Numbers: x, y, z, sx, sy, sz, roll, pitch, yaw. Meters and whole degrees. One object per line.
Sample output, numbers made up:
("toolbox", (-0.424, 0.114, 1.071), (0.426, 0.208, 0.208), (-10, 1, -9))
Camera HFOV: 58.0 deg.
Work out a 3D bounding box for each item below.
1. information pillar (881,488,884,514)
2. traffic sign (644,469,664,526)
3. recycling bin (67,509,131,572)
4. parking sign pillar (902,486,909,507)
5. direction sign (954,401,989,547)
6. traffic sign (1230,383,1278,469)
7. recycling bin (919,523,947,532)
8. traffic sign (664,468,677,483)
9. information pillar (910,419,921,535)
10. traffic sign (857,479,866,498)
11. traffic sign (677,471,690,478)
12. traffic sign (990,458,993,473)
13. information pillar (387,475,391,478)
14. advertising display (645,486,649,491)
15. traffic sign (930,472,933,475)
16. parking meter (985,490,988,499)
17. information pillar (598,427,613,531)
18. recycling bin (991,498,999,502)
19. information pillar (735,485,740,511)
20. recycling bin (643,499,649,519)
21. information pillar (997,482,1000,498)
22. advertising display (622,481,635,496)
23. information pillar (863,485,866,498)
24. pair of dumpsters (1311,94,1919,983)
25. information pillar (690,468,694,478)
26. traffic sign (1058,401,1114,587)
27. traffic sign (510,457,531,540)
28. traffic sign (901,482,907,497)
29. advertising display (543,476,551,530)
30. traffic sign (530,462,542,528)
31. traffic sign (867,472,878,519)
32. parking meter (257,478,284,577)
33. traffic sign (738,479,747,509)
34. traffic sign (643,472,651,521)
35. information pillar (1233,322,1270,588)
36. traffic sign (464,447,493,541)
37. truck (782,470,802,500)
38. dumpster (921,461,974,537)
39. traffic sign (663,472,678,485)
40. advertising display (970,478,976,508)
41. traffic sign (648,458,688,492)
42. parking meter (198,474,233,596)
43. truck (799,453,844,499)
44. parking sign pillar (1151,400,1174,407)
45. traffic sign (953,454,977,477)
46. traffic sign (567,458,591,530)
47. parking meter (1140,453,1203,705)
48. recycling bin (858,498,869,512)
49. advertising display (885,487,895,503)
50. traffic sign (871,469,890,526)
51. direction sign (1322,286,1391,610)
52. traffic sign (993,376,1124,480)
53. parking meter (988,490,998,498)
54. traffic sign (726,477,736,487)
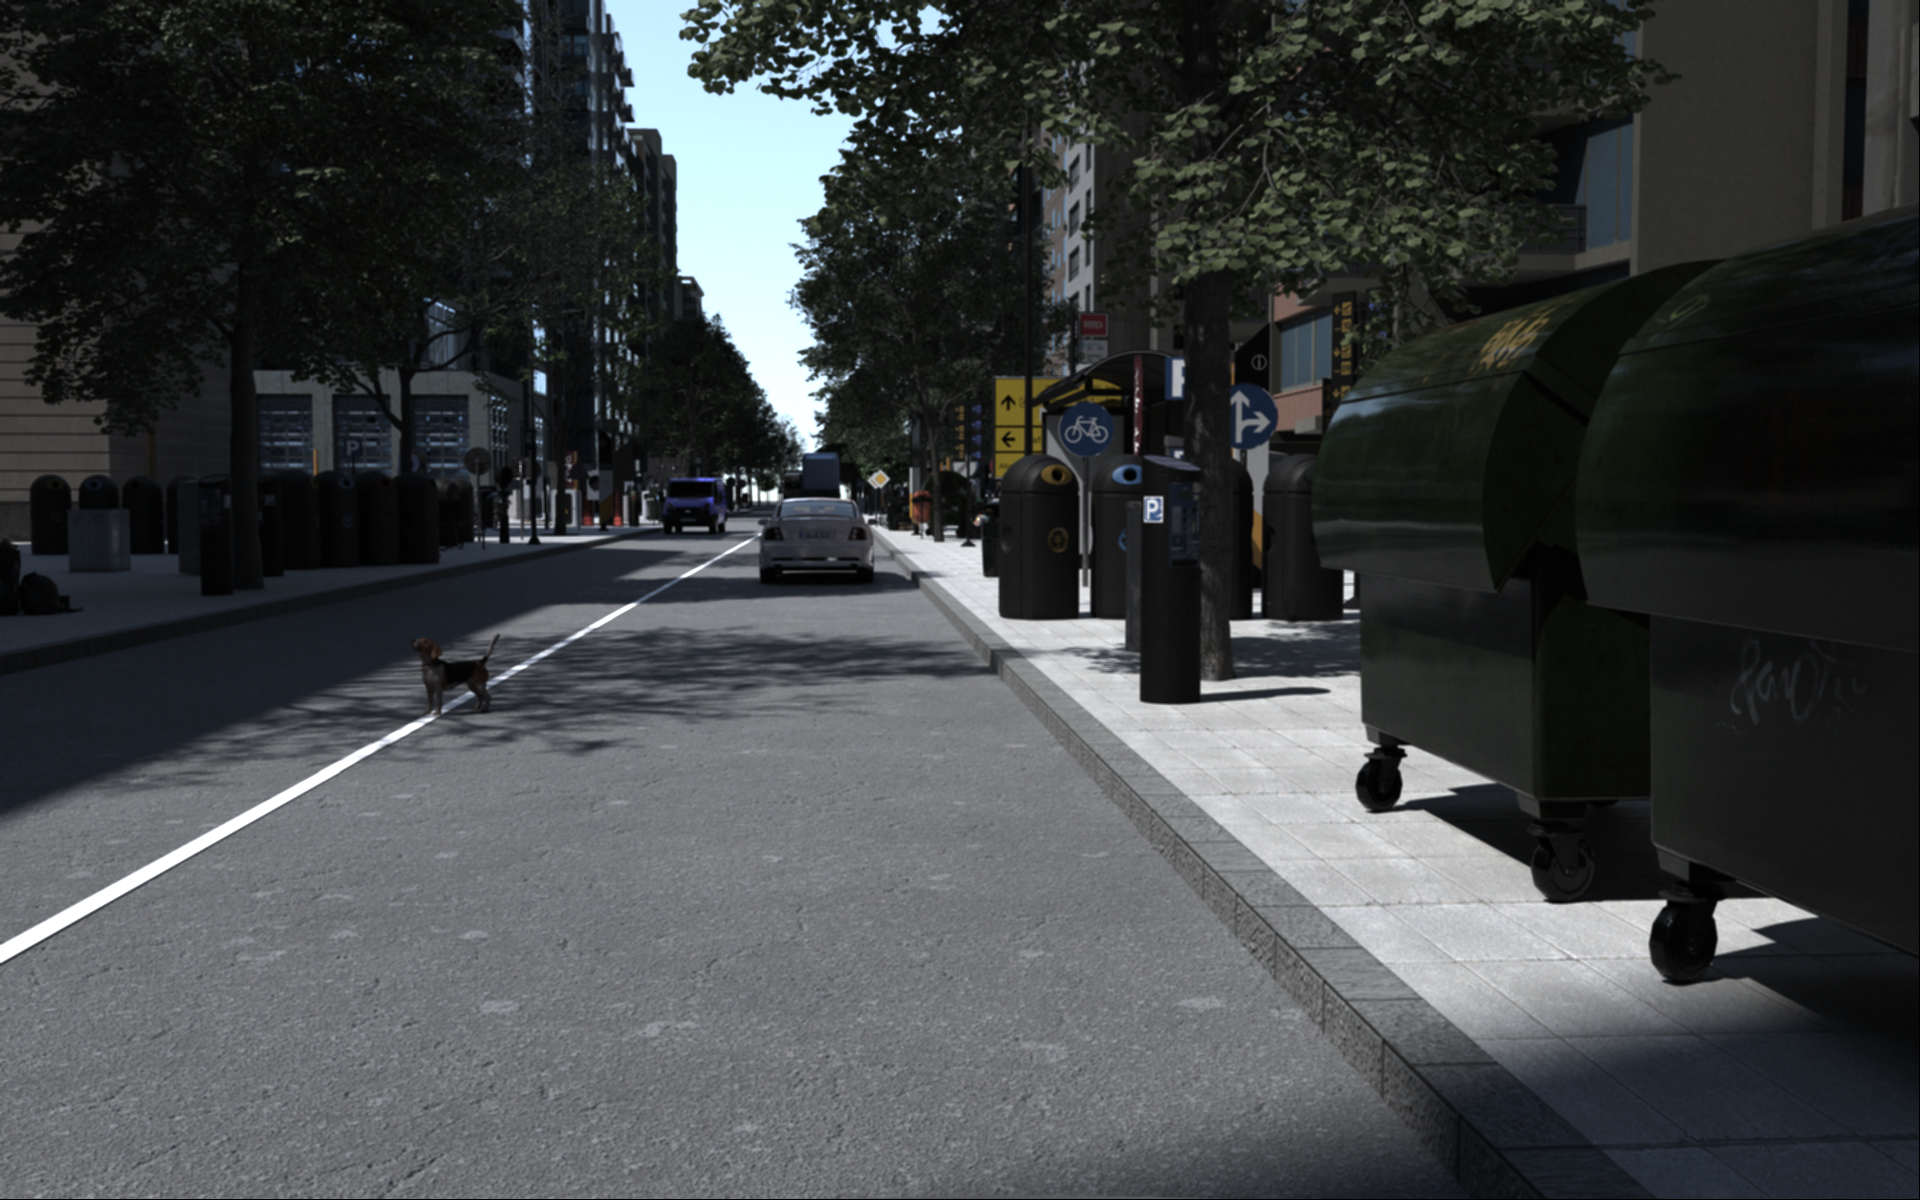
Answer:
("information pillar", (-4.943, -7.300, 110.703), (0.183, 3.616, 0.504), (0, 4, 1))
("traffic sign", (-12.219, -4.005, 69.116), (0.795, 2.450, 0.064), (0, 4, -4))
("recycling bin", (-14.288, -0.991, 28.755), (0.722, 1.027, 0.722), (0, 4, -1))
("parking sign pillar", (-2.924, -7.136, 105.141), (1.447, 3.967, 1.447), (-2, 4, -27))
("direction sign", (0.201, -3.075, 42.273), (0.876, 3.537, 0.379), (3, 5, 40))
("traffic sign", (3.262, -1.214, 19.955), (0.768, 2.556, 0.104), (0, 4, 1))
("recycling bin", (-0.930, -2.859, 59.302), (0.722, 1.027, 0.722), (-2, 4, -35))
("traffic sign", (-14.387, -5.298, 86.625), (0.884, 2.594, 0.081), (0, 4, -4))
("information pillar", (-1.402, -3.836, 54.075), (0.183, 3.616, 0.504), (2, 4, 30))
("traffic sign", (-8.372, -8.994, 147.157), (0.768, 2.556, 0.104), (0, 4, -3))
("traffic sign", (-13.717, -5.178, 85.837), (0.795, 2.450, 0.064), (0, 4, -4))
("traffic sign", (1.328, -3.343, 54.772), (0.768, 2.556, 0.104), (0, 4, 2))
("information pillar", (-22.544, -3.897, 68.215), (0.304, 2.012, 0.304), (-1, 4, -14))
("advertising display", (-23.674, -7.789, 132.561), (0.974, 1.923, 0.123), (-3, 4, -39))
("traffic sign", (-1.137, -5.394, 88.300), (0.768, 2.556, 0.104), (0, 4, 0))
("parking meter", (1.808, -6.226, 110.211), (0.372, 1.533, 0.369), (0, 3, 0))
("information pillar", (-12.369, -4.222, 60.382), (0.504, 3.616, 0.183), (0, 4, -3))
("recycling bin", (2.253, -5.317, 99.484), (0.722, 1.027, 0.722), (3, 5, 41))
("information pillar", (-17.203, -7.916, 133.914), (0.304, 2.012, 0.304), (-2, 4, -35))
("recycling bin", (-15.659, -4.601, 87.779), (0.722, 1.027, 0.722), (-1, 4, -17))
("information pillar", (2.509, -6.337, 108.109), (0.304, 2.012, 0.304), (-3, 4, -37))
("advertising display", (-15.853, -4.747, 82.830), (0.123, 1.923, 0.974), (1, 4, 21))
("information pillar", (-7.884, -8.504, 143.535), (0.304, 2.012, 0.304), (0, 4, -6))
("pair of dumpsters", (2.372, -0.152, 4.973), (1.574, 2.255, 4.437), (0, 4, -4))
("information pillar", (-21.205, -8.912, 137.067), (0.504, 3.616, 0.183), (3, 4, 38))
("traffic sign", (1.737, -1.456, 23.910), (0.768, 2.556, 0.104), (0, 4, 0))
("traffic sign", (-12.208, -2.820, 48.231), (0.606, 2.300, 0.079), (0, 4, 1))
("traffic sign", (-3.292, -5.834, 97.508), (0.606, 2.300, 0.079), (0, 4, 2))
("advertising display", (-15.040, -3.538, 63.060), (0.123, 1.923, 0.974), (0, 4, -6))
("traffic sign", (-15.974, -3.942, 64.564), (0.768, 2.556, 0.104), (0, 4, 1))
("traffic sign", (-3.778, -4.530, 77.715), (0.795, 2.450, 0.064), (0, 4, -4))
("parking meter", (-10.759, -1.137, 26.996), (0.372, 1.533, 0.369), (0, 3, 0))
("traffic sign", (-18.561, -9.021, 147.604), (0.768, 2.556, 0.104), (0, 4, -3))
("traffic sign", (-14.514, -4.829, 81.085), (0.606, 2.300, 0.079), (0, 4, -3))
("information pillar", (3.982, -1.972, 23.601), (0.504, 3.616, 0.183), (0, 4, -6))
("traffic sign", (-13.094, -2.874, 47.099), (0.768, 2.556, 0.104), (0, 4, 0))
("truck", (-19.749, -13.304, 206.438), (2.839, 4.237, 11.283), (0, 4, -5))
("dumpster", (-0.402, -3.040, 52.193), (1.502, 2.255, 1.985), (0, 4, -4))
("traffic sign", (-12.800, -4.492, 77.080), (0.795, 2.450, 0.064), (0, 4, -4))
("advertising display", (0.405, -3.996, 70.551), (0.123, 1.923, 0.974), (2, 4, 24))
("traffic sign", (-16.285, -6.285, 96.628), (2.265, 3.308, 0.079), (0, 4, 1))
("parking meter", (-9.458, -0.831, 22.005), (0.372, 1.533, 0.369), (0, 3, 0))
("truck", (-8.733, -7.160, 106.817), (2.967, 4.110, 18.799), (0, 4, -3))
("parking sign pillar", (4.602, -3.078, 38.804), (1.447, 3.967, 1.447), (-1, 4, -14))
("traffic sign", (0.148, -3.350, 54.879), (0.768, 2.556, 0.104), (0, 4, 4))
("traffic sign", (-13.675, -3.800, 62.140), (0.884, 2.594, 0.081), (0, 4, 3))
("parking meter", (1.302, -0.139, 10.691), (0.372, 1.533, 0.369), (0, 3, 0))
("recycling bin", (-7.007, -6.909, 125.510), (0.722, 1.027, 0.722), (0, 4, 3))
("advertising display", (-6.004, -8.631, 146.336), (0.974, 1.923, 0.123), (1, 4, 14))
("traffic sign", (-3.197, -4.043, 69.751), (0.795, 2.450, 0.064), (0, 4, -4))
("direction sign", (4.438, -1.668, 19.272), (0.379, 3.537, 0.876), (-2, 4, -31))
("traffic sign", (1.696, -2.206, 29.937), (2.265, 3.308, 0.079), (0, 4, 1))
("parking meter", (2.102, -5.796, 103.168), (0.372, 1.533, 0.369), (0, 3, 0))
("traffic sign", (-17.142, -7.925, 129.672), (0.768, 2.556, 0.104), (0, 4, 2))
